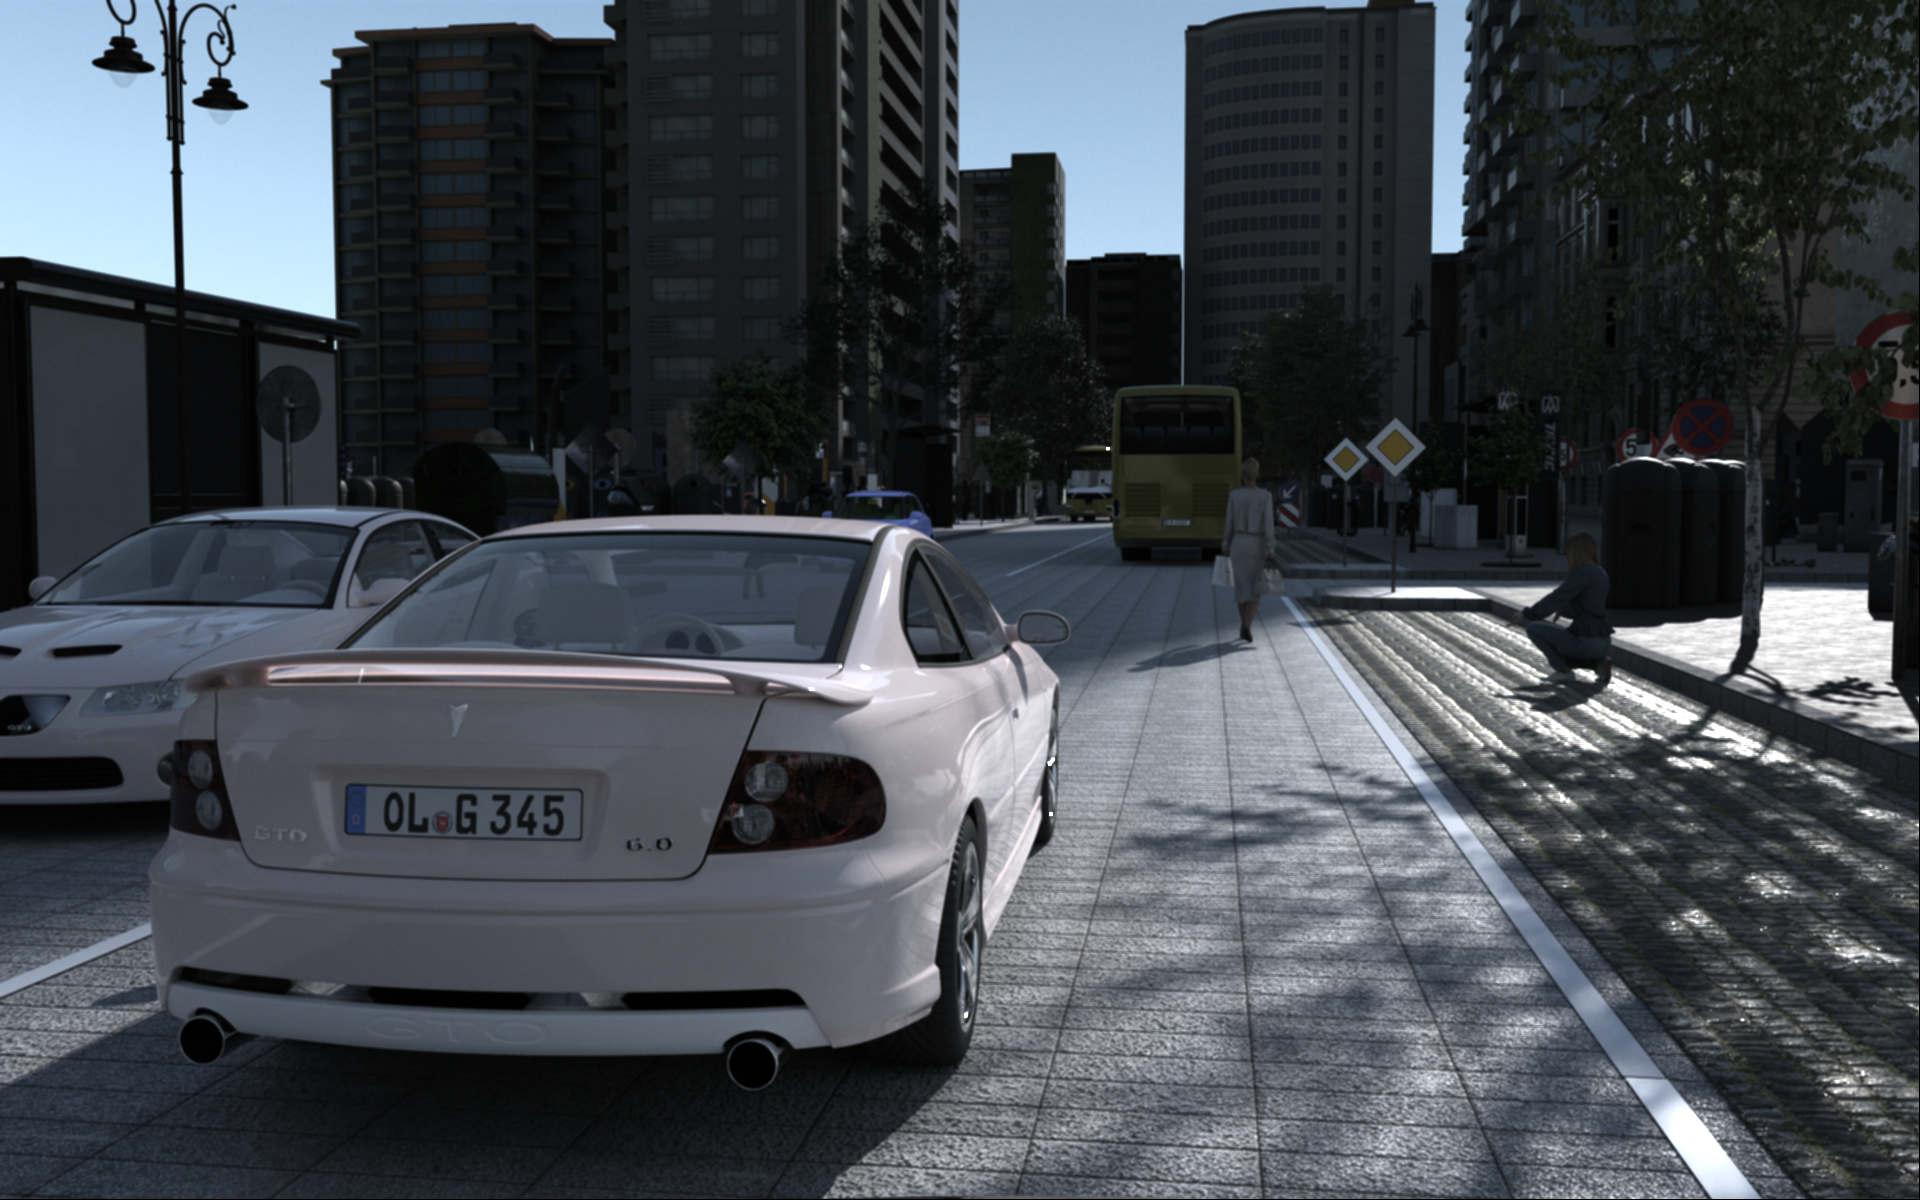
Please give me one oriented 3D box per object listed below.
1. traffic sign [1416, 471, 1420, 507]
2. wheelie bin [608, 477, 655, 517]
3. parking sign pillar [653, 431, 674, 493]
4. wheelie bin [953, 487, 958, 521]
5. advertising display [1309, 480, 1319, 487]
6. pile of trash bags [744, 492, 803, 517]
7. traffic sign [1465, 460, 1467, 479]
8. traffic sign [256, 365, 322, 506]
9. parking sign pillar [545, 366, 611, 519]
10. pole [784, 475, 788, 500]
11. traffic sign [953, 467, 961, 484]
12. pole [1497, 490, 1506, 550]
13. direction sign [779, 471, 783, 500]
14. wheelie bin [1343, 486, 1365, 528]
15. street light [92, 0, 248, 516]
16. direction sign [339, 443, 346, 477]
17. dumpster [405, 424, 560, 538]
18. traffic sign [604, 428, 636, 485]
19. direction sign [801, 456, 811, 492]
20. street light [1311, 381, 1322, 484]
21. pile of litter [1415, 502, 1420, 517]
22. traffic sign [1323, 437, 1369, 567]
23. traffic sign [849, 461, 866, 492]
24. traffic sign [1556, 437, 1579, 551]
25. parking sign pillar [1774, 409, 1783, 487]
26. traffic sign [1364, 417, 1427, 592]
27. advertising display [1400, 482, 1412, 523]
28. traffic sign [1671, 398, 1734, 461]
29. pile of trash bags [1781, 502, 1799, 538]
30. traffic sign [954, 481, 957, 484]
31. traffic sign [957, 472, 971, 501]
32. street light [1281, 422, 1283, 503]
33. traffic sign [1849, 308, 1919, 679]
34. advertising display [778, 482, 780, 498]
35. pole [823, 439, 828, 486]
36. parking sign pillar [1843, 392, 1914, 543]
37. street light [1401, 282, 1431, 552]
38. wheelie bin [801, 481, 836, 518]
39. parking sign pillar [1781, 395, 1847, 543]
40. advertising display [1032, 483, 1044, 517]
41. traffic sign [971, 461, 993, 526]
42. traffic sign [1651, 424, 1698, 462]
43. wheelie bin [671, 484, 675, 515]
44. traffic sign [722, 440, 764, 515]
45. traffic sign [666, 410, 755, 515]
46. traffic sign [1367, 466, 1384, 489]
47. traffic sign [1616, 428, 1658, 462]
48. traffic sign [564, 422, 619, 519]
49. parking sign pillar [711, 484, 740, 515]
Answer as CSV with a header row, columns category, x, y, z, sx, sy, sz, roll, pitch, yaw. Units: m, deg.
category,x,y,z,sx,sy,sz,roll,pitch,yaw
traffic sign,18.334,-4.234,69.227,0.884,2.594,0.081,1,4,9
wheelie bin,-6.040,-1.457,31.736,0.693,1.594,0.980,1,4,14
parking sign pillar,-12.338,-5.193,73.379,1.447,3.967,1.447,-1,4,-13
wheelie bin,-0.536,-4.451,80.678,0.980,1.594,0.693,2,4,34
advertising display,16.721,-4.693,81.942,0.123,1.923,0.974,2,4,32
pile of trash bags,-8.351,-4.315,80.302,3.447,1.369,1.912,0,4,-1
traffic sign,15.101,-2.978,50.824,0.606,2.300,0.079,1,4,15
traffic sign,-6.646,-1.041,17.125,0.768,2.556,0.104,1,4,18
parking sign pillar,-8.014,-2.929,36.369,1.447,3.967,1.447,-2,4,-26
pole,-10.493,-6.753,104.247,0.158,3.312,0.155,0,3,0
traffic sign,-0.329,-4.167,69.318,0.795,2.450,0.064,1,4,17
pole,12.509,-2.819,39.926,0.158,3.312,0.155,0,3,0
direction sign,-6.622,-4.437,64.549,0.379,3.537,0.876,1,4,18
wheelie bin,14.968,-3.535,65.709,0.693,1.594,0.980,-1,4,-21
street light,-6.799,-2.588,15.102,0.468,5.910,1.993,0,4,8
direction sign,-27.820,-5.218,77.308,0.876,3.537,0.379,0,4,3
dumpster,-6.635,-1.321,24.096,1.502,2.255,1.985,0,4,8
traffic sign,-6.612,-2.036,33.401,0.768,2.556,0.104,1,4,14
direction sign,-8.969,-6.641,100.584,0.379,3.537,0.876,-3,5,-44
street light,14.665,-6.022,71.245,0.468,5.910,1.993,0,4,8
pile of litter,25.733,-5.148,98.138,1.176,0.858,1.719,-2,4,-28
traffic sign,6.776,-1.640,30.451,0.795,2.450,0.064,0,4,8
traffic sign,-3.983,-4.062,66.519,0.768,2.556,0.104,1,4,16
traffic sign,13.402,-2.362,38.726,0.768,2.556,0.104,1,4,11
parking sign pillar,26.479,-4.068,54.992,1.447,3.967,1.447,-2,4,-27
traffic sign,5.652,-1.156,22.545,0.795,2.450,0.064,0,4,8
advertising display,20.077,-4.437,77.753,0.123,1.923,0.974,-2,4,-24
traffic sign,9.826,-1.399,22.986,0.768,2.556,0.104,1,4,17
pile of trash bags,24.029,-2.522,50.981,3.447,1.369,1.912,0,4,-2
traffic sign,-0.484,-5.755,94.202,0.768,2.556,0.104,1,4,9
traffic sign,0.190,-5.457,90.405,0.795,2.450,0.064,1,4,12
street light,19.354,-8.024,103.981,0.468,5.910,1.993,0,4,8
traffic sign,6.520,-0.725,11.960,0.768,2.556,0.104,1,4,18
advertising display,-9.491,-5.217,90.509,0.123,1.923,0.974,0,4,-8
pole,-5.008,-4.320,64.483,0.158,3.312,0.155,0,3,0
parking sign pillar,22.486,-3.290,42.260,1.447,3.967,1.447,2,4,26
street light,9.973,-3.988,37.987,0.468,5.910,1.993,0,4,8
wheelie bin,-3.527,-2.181,43.565,0.693,1.594,0.980,2,4,32
parking sign pillar,23.074,-3.524,46.091,1.447,3.967,1.447,-2,4,-25
advertising display,4.427,-5.662,97.788,0.123,1.923,0.974,-2,4,-34
traffic sign,0.857,-4.203,68.719,0.884,2.594,0.081,1,4,14
traffic sign,12.185,-1.808,29.560,0.884,2.594,0.081,1,4,8
wheelie bin,-8.485,-2.764,53.105,0.980,1.594,0.693,2,4,25
traffic sign,-4.007,-1.734,31.998,0.795,2.450,0.064,0,4,8
traffic sign,-6.000,-2.920,41.619,2.265,3.308,0.079,1,4,15
traffic sign,19.117,-4.873,79.771,0.768,2.556,0.104,1,4,13
traffic sign,12.964,-2.026,33.231,0.768,2.556,0.104,1,4,11
traffic sign,-5.131,-1.251,24.093,0.795,2.450,0.064,0,4,8
parking sign pillar,-9.245,-4.872,68.133,1.447,3.967,1.447,2,4,35
